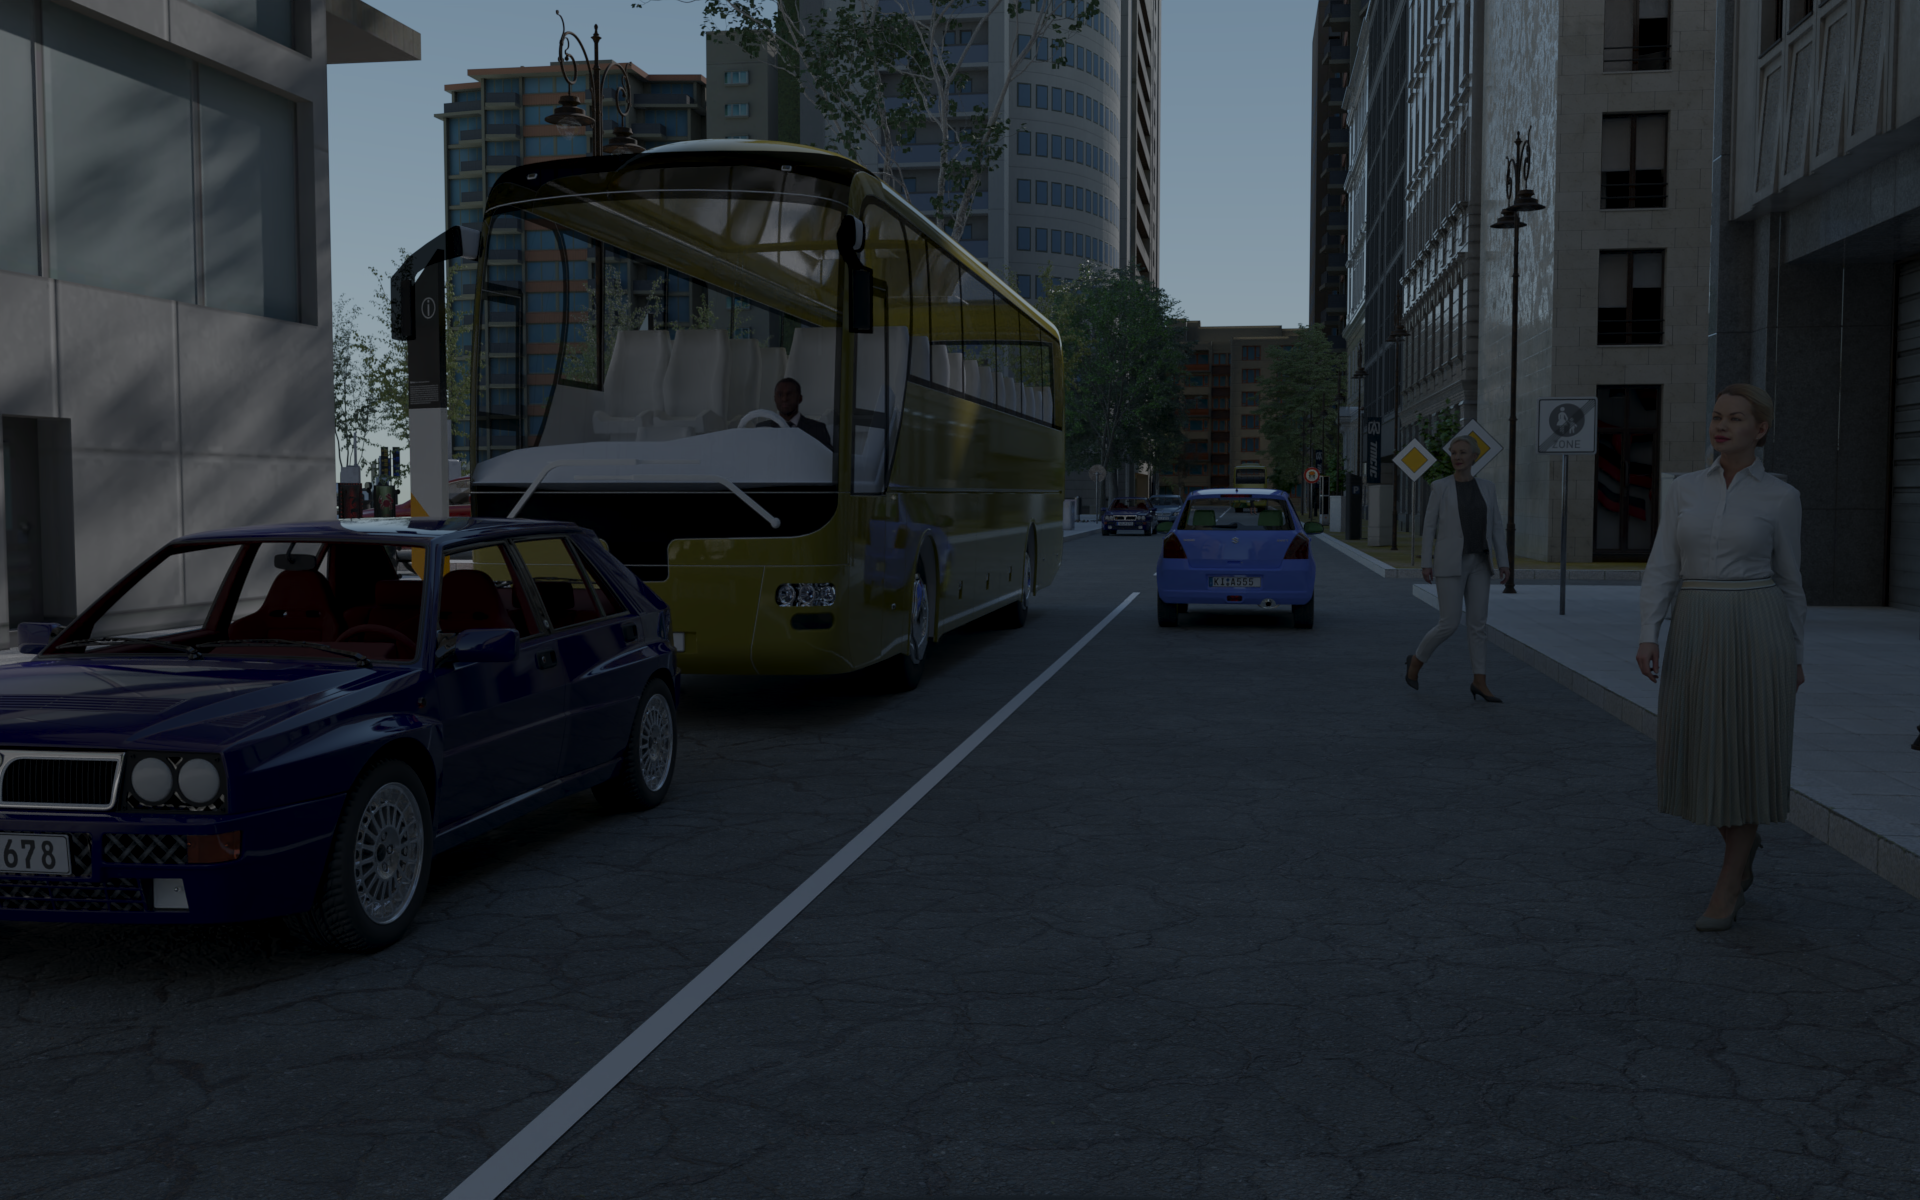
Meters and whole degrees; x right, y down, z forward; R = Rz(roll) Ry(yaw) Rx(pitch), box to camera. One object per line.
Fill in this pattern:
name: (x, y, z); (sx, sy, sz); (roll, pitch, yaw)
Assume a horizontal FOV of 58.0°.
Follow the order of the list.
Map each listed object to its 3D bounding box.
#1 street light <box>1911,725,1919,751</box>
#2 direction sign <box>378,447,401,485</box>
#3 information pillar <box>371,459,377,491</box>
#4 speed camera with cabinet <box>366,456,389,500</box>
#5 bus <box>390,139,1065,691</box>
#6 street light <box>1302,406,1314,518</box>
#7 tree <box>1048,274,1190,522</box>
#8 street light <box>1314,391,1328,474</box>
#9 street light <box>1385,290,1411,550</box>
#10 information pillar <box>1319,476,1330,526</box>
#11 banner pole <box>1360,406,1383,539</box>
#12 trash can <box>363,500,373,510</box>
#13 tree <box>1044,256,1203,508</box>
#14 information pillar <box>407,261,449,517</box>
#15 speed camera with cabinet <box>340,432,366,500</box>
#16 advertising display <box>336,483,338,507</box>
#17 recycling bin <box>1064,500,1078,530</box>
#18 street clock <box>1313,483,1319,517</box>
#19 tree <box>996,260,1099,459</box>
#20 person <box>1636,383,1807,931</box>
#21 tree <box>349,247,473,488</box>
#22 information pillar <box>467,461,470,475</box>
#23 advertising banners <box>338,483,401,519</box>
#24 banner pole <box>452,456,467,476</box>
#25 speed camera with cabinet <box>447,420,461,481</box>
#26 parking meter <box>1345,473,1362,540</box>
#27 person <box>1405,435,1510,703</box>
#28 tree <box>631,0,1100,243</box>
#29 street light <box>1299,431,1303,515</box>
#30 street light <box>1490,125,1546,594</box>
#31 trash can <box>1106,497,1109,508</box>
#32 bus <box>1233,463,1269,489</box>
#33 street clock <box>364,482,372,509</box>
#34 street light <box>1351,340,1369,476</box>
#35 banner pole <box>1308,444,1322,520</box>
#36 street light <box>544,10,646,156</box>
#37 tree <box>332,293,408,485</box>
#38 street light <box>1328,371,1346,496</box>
street light: (4.874, -2.185, 8.512); (0.468, 5.910, 1.993); (1, 4, 9)
direction sign: (-27.201, -5.553, 82.795); (0.876, 3.537, 0.379); (-1, 4, -17)
information pillar: (-38.736, -7.534, 114.540); (0.504, 3.616, 0.183); (2, 4, 31)
speed camera with cabinet: (-30.381, -5.780, 88.845); (2.038, 3.252, 0.660); (-2, 4, -32)
bus: (-0.928, -1.493, 15.966); (2.896, 3.916, 12.252); (1, 4, 10)
street light: (18.418, -7.230, 90.998); (0.468, 5.910, 1.993); (1, 4, 9)
tree: (6.868, -9.494, 80.976); (9.928, 11.665, 9.643); (0, 3, 0)
street light: (16.320, -6.427, 77.875); (0.468, 5.910, 1.993); (1, 4, 9)
street light: (9.913, -4.071, 39.355); (0.468, 5.910, 1.993); (1, 4, 9)
information pillar: (14.721, -4.002, 69.931); (0.304, 2.012, 0.304); (-1, 4, -10)
banner pole: (11.672, -3.636, 49.474); (0.863, 3.779, 0.401); (-1, 4, -16)
trash can: (-14.599, -1.853, 41.948); (0.748, 1.137, 0.748); (0, 3, 0)
tree: (8.072, -11.331, 91.911); (9.857, 13.997, 8.962); (0, 3, 0)
information pillar: (-5.141, -1.555, 16.781); (0.504, 3.616, 0.183); (2, 4, 34)
speed camera with cabinet: (-19.756, -3.781, 56.162); (0.660, 3.252, 2.038); (-1, 4, -17)
advertising display: (-34.300, -5.571, 96.296); (0.974, 1.923, 0.123); (-2, 4, -28)
recycling bin: (3.671, -3.000, 61.605); (0.722, 1.027, 0.722); (1, 4, 14)
street clock: (20.200, -5.735, 98.330); (0.358, 2.002, 0.471); (0, 4, -6)
tree: (2.090, -6.333, 53.901); (4.737, 8.622, 4.395); (0, 3, 0)
person: (2.614, 0.175, 5.872); (0.641, 1.798, 0.478); (-3, 5, -43)
tree: (-15.894, -6.189, 51.546); (4.737, 8.622, 4.395); (0, 3, 0)
information pillar: (-31.995, -7.448, 113.128); (0.504, 3.616, 0.183); (3, 4, 39)
advertising banners: (-8.530, -1.718, 24.278); (0.090, 3.025, 2.074); (1, 4, 19)
banner pole: (-30.744, -7.065, 105.526); (0.863, 3.779, 0.401); (0, 4, 5)
speed camera with cabinet: (-13.463, -3.218, 46.951); (0.660, 3.252, 2.038); (2, 4, 28)
parking meter: (11.009, -2.613, 48.432); (0.399, 1.863, 0.255); (-1, 4, -20)
person: (3.487, -0.232, 12.167); (0.514, 1.842, 0.818); (-2, 4, -29)
tree: (-1.831, -11.364, 41.696); (12.611, 20.169, 13.585); (0, 3, 0)
street light: (20.663, -8.043, 104.297); (0.468, 5.910, 1.993); (1, 4, 9)
street light: (7.111, -3.024, 22.228); (0.468, 5.910, 1.993); (1, 4, 9)
trash can: (8.379, -5.331, 98.811); (0.748, 1.137, 0.748); (0, 3, 0)
bus: (23.128, -8.946, 137.820); (2.896, 3.916, 12.252); (1, 4, 10)
street clock: (-35.018, -5.993, 102.559); (0.471, 2.002, 0.358); (2, 4, 35)
street light: (12.016, -4.855, 52.168); (0.468, 5.910, 1.993); (1, 4, 9)
banner pole: (17.695, -5.868, 85.965); (0.863, 3.779, 0.401); (-1, 4, -15)
street light: (-3.578, -2.717, 17.205); (0.468, 5.910, 1.993); (1, 4, 9)
tree: (-22.257, -6.886, 62.944); (4.360, 8.622, 3.978); (0, 3, 0)
street light: (14.208, -5.644, 65.062); (0.468, 5.910, 1.993); (1, 4, 9)
